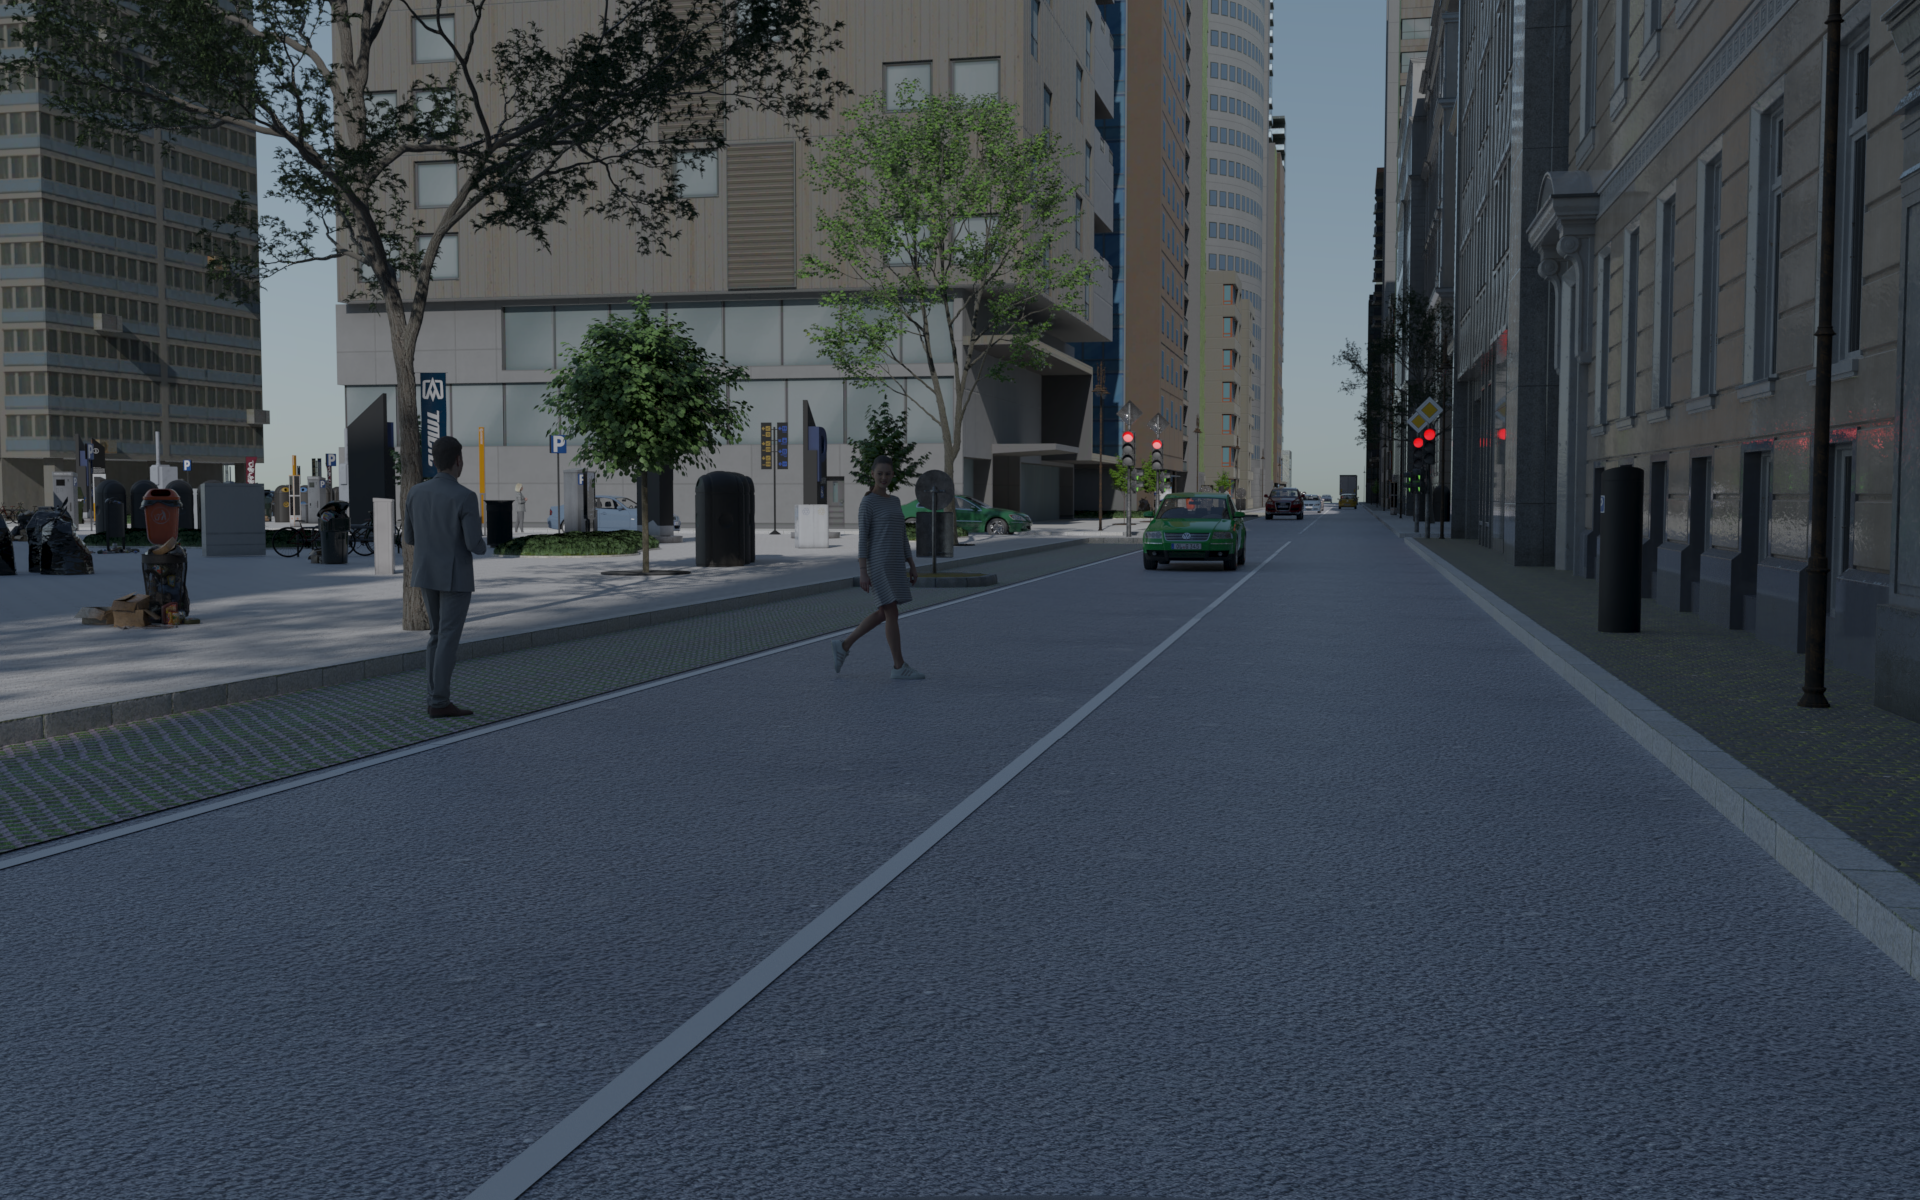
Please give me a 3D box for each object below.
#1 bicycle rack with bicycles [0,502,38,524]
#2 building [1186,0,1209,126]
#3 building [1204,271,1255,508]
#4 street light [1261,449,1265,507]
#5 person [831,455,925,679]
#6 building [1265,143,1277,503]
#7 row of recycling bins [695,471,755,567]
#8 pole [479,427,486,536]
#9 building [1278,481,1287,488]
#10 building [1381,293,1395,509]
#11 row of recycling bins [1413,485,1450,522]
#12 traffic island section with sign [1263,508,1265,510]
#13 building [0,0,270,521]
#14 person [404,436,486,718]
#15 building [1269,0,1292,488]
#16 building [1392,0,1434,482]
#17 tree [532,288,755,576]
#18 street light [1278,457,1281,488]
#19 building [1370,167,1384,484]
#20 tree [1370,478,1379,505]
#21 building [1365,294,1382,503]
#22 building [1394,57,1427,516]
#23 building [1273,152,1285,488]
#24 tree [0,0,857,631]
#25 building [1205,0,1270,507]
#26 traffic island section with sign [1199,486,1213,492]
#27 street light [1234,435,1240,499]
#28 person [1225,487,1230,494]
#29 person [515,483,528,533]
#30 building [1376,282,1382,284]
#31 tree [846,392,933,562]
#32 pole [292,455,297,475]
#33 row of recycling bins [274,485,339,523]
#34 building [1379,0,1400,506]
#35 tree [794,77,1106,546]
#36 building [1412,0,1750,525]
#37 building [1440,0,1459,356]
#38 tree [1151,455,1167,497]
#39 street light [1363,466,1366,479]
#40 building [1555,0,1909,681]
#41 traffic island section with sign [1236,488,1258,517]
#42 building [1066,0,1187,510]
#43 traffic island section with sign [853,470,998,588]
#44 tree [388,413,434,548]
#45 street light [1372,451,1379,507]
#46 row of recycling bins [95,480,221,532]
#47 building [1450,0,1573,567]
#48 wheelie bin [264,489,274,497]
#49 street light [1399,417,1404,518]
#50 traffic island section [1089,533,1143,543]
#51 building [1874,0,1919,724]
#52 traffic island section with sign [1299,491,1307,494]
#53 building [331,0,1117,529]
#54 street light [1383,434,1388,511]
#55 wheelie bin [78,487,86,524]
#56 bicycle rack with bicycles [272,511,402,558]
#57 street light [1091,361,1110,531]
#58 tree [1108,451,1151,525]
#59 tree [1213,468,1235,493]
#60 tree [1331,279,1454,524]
[{"bbox_3d":[-41.202,-3.773,75.077,2.925,0.926,2.852,-2,4,-33],"label":"bicycle rack with bicycles"},{"bbox_3d":[10.004,-26.912,123.613,14.154,41.232,14.086,1,4,13],"label":"building"},{"bbox_3d":[10.909,-18.726,151.208,27.650,21.520,28.899,1,4,13],"label":"building"},{"bbox_3d":[30.429,-12.311,174.071,0.468,5.910,1.993,1,4,13],"label":"street light"},{"bbox_3d":[-0.644,-0.257,13.455,0.760,1.731,0.466,0,4,6],"label":"person"},{"bbox_3d":[28.508,-31.432,197.515,14.154,41.232,14.086,1,4,13],"label":"building"},{"bbox_3d":[-4.313,-1.527,32.083,1.069,1.692,3.534,0,4,-4],"label":"row of recycling bins"},{"bbox_3d":[-14.543,-3.602,52.740,0.158,3.312,0.155,0,3,0],"label":"pole"},{"bbox_3d":[29.690,-33.753,243.735,32.217,40.220,23.993,1,4,13],"label":"building"},{"bbox_3d":[53.630,-19.278,160.237,27.650,21.520,28.899,1,4,13],"label":"building"},{"bbox_3d":[22.755,-4.465,80.112,3.534,1.692,1.069,2,4,25],"label":"row of recycling bins"},{"bbox_3d":[28.387,-9.020,156.102,1.989,1.847,2.006,1,4,13],"label":"traffic island section with sign"},{"bbox_3d":[-52.465,-24.278,88.830,23.993,40.220,32.217,1,4,13],"label":"building"},{"bbox_3d":[-3.256,-0.152,11.178,0.606,1.804,0.583,1,4,20],"label":"person"},{"bbox_3d":[40.693,-58.471,268.673,22.319,86.520,31.000,1,4,13],"label":"building"},{"bbox_3d":[42.259,-27.878,139.407,14.154,41.232,14.086,1,4,13],"label":"building"},{"bbox_3d":[-5.134,-2.695,27.778,4.285,4.588,4.351,0,3,0],"label":"tree"},{"bbox_3d":[39.842,-14.880,216.074,0.468,5.910,1.993,1,4,13],"label":"street light"},{"bbox_3d":[65.044,-34.925,225.643,22.147,44.769,28.867,1,4,13],"label":"building"},{"bbox_3d":[51.183,-13.359,213.026,1.663,3.219,1.824,0,3,0],"label":"tree"},{"bbox_3d":[65.534,-29.154,248.366,14.160,30.474,14.107,1,4,13],"label":"building"},{"bbox_3d":[34.696,-20.590,114.140,11.434,29.767,29.804,1,4,13],"label":"building"},{"bbox_3d":[34.283,-35.040,223.022,14.600,45.320,14.200,1,4,13],"label":"building"},{"bbox_3d":[-5.105,-5.015,16.403,8.767,10.594,7.601,0,4,0],"label":"tree"},{"bbox_3d":[20.214,-38.851,177.208,21.231,58.520,28.212,1,4,13],"label":"building"},{"bbox_3d":[11.510,-4.414,80.798,1.989,1.847,2.006,1,4,13],"label":"traffic island section with sign"},{"bbox_3d":[21.604,-9.918,134.947,0.468,5.910,1.993,1,4,13],"label":"street light"},{"bbox_3d":[15.193,-5.558,99.214,0.795,1.843,0.661,1,4,16],"label":"person"},{"bbox_3d":[-14.709,-3.025,58.149,0.526,1.800,0.537,0,4,-4],"label":"person"},{"bbox_3d":[75.805,-39.675,268.296,23.786,49.044,30.456,1,4,13],"label":"building"},{"bbox_3d":[-1.313,-2.347,32.973,1.663,3.219,1.824,0,3,0],"label":"tree"},{"bbox_3d":[-34.910,-5.936,90.902,0.158,3.312,0.155,0,3,0],"label":"pole"},{"bbox_3d":[-29.189,-4.355,78.322,3.534,1.692,1.069,0,4,-5],"label":"row of recycling bins"},{"bbox_3d":[56.735,-39.516,188.092,21.231,58.520,28.212,1,4,13],"label":"building"},{"bbox_3d":[-0.221,-7.158,42.787,9.928,11.665,9.643,0,3,0],"label":"tree"},{"bbox_3d":[30.731,-18.552,89.224,13.634,28.700,20.117,1,4,13],"label":"building"},{"bbox_3d":[27.033,-14.122,59.771,19.941,23.489,11.050,1,4,13],"label":"building"},{"bbox_3d":[8.501,-5.116,78.241,1.663,3.219,1.824,0,3,0],"label":"tree"},{"bbox_3d":[58.240,-16.789,247.283,0.468,5.910,1.993,1,4,13],"label":"street light"},{"bbox_3d":[14.338,-14.230,18.571,13.634,28.700,20.117,1,4,13],"label":"building"},{"bbox_3d":[17.494,-6.046,107.485,1.989,1.847,2.006,1,4,13],"label":"traffic island section with sign"},{"bbox_3d":[5.668,-27.627,101.809,14.600,45.320,14.200,1,4,13],"label":"building"},{"bbox_3d":[-0.471,-1.142,27.293,1.989,1.847,2.006,1,4,13],"label":"traffic island section with sign"},{"bbox_3d":[-12.833,-2.869,41.512,1.663,3.219,1.824,0,3,0],"label":"tree"},{"bbox_3d":[40.051,-11.826,166.145,0.468,5.910,1.993,1,4,13],"label":"street light"},{"bbox_3d":[-23.076,-2.633,50.170,3.534,1.692,1.069,-2,4,-31],"label":"row of recycling bins"},{"bbox_3d":[17.877,-13.478,38.382,12.078,24.808,19.932,1,4,13],"label":"building"},{"bbox_3d":[-47.190,-6.720,117.786,0.980,1.594,0.693,-2,4,-27],"label":"wheelie bin"},{"bbox_3d":[23.260,-7.244,91.223,0.468,5.910,1.993,1,4,13],"label":"street light"},{"bbox_3d":[5.035,-1.811,51.899,2.009,0.180,2.903,1,4,13],"label":"traffic island section"},{"bbox_3d":[8.162,-9.235,0.147,9.793,20.994,18.267,1,4,13],"label":"building"},{"bbox_3d":[52.606,-15.632,264.202,1.989,1.847,2.006,1,4,13],"label":"traffic island section with sign"},{"bbox_3d":[-8.043,-29.719,75.138,28.713,52.752,27.495,1,4,13],"label":"building"},{"bbox_3d":[31.972,-9.641,130.411,0.468,5.910,1.993,1,4,13],"label":"street light"},{"bbox_3d":[-37.791,-4.028,73.770,0.693,1.594,0.980,3,5,41],"label":"wheelie bin"},{"bbox_3d":[-12.616,-1.396,36.202,2.925,0.926,2.852,-1,4,-10],"label":"bicycle rack with bicycles"},{"bbox_3d":[4.916,-5.362,60.453,0.468,5.910,1.993,1,4,13],"label":"street light"},{"bbox_3d":[6.946,-4.719,71.753,1.663,3.219,1.824,0,3,0],"label":"tree"},{"bbox_3d":[19.369,-8.112,127.226,1.663,3.219,1.824,0,3,0],"label":"tree"},{"bbox_3d":[20.281,-8.620,75.357,7.601,10.594,8.767,3,4,37],"label":"tree"}]
